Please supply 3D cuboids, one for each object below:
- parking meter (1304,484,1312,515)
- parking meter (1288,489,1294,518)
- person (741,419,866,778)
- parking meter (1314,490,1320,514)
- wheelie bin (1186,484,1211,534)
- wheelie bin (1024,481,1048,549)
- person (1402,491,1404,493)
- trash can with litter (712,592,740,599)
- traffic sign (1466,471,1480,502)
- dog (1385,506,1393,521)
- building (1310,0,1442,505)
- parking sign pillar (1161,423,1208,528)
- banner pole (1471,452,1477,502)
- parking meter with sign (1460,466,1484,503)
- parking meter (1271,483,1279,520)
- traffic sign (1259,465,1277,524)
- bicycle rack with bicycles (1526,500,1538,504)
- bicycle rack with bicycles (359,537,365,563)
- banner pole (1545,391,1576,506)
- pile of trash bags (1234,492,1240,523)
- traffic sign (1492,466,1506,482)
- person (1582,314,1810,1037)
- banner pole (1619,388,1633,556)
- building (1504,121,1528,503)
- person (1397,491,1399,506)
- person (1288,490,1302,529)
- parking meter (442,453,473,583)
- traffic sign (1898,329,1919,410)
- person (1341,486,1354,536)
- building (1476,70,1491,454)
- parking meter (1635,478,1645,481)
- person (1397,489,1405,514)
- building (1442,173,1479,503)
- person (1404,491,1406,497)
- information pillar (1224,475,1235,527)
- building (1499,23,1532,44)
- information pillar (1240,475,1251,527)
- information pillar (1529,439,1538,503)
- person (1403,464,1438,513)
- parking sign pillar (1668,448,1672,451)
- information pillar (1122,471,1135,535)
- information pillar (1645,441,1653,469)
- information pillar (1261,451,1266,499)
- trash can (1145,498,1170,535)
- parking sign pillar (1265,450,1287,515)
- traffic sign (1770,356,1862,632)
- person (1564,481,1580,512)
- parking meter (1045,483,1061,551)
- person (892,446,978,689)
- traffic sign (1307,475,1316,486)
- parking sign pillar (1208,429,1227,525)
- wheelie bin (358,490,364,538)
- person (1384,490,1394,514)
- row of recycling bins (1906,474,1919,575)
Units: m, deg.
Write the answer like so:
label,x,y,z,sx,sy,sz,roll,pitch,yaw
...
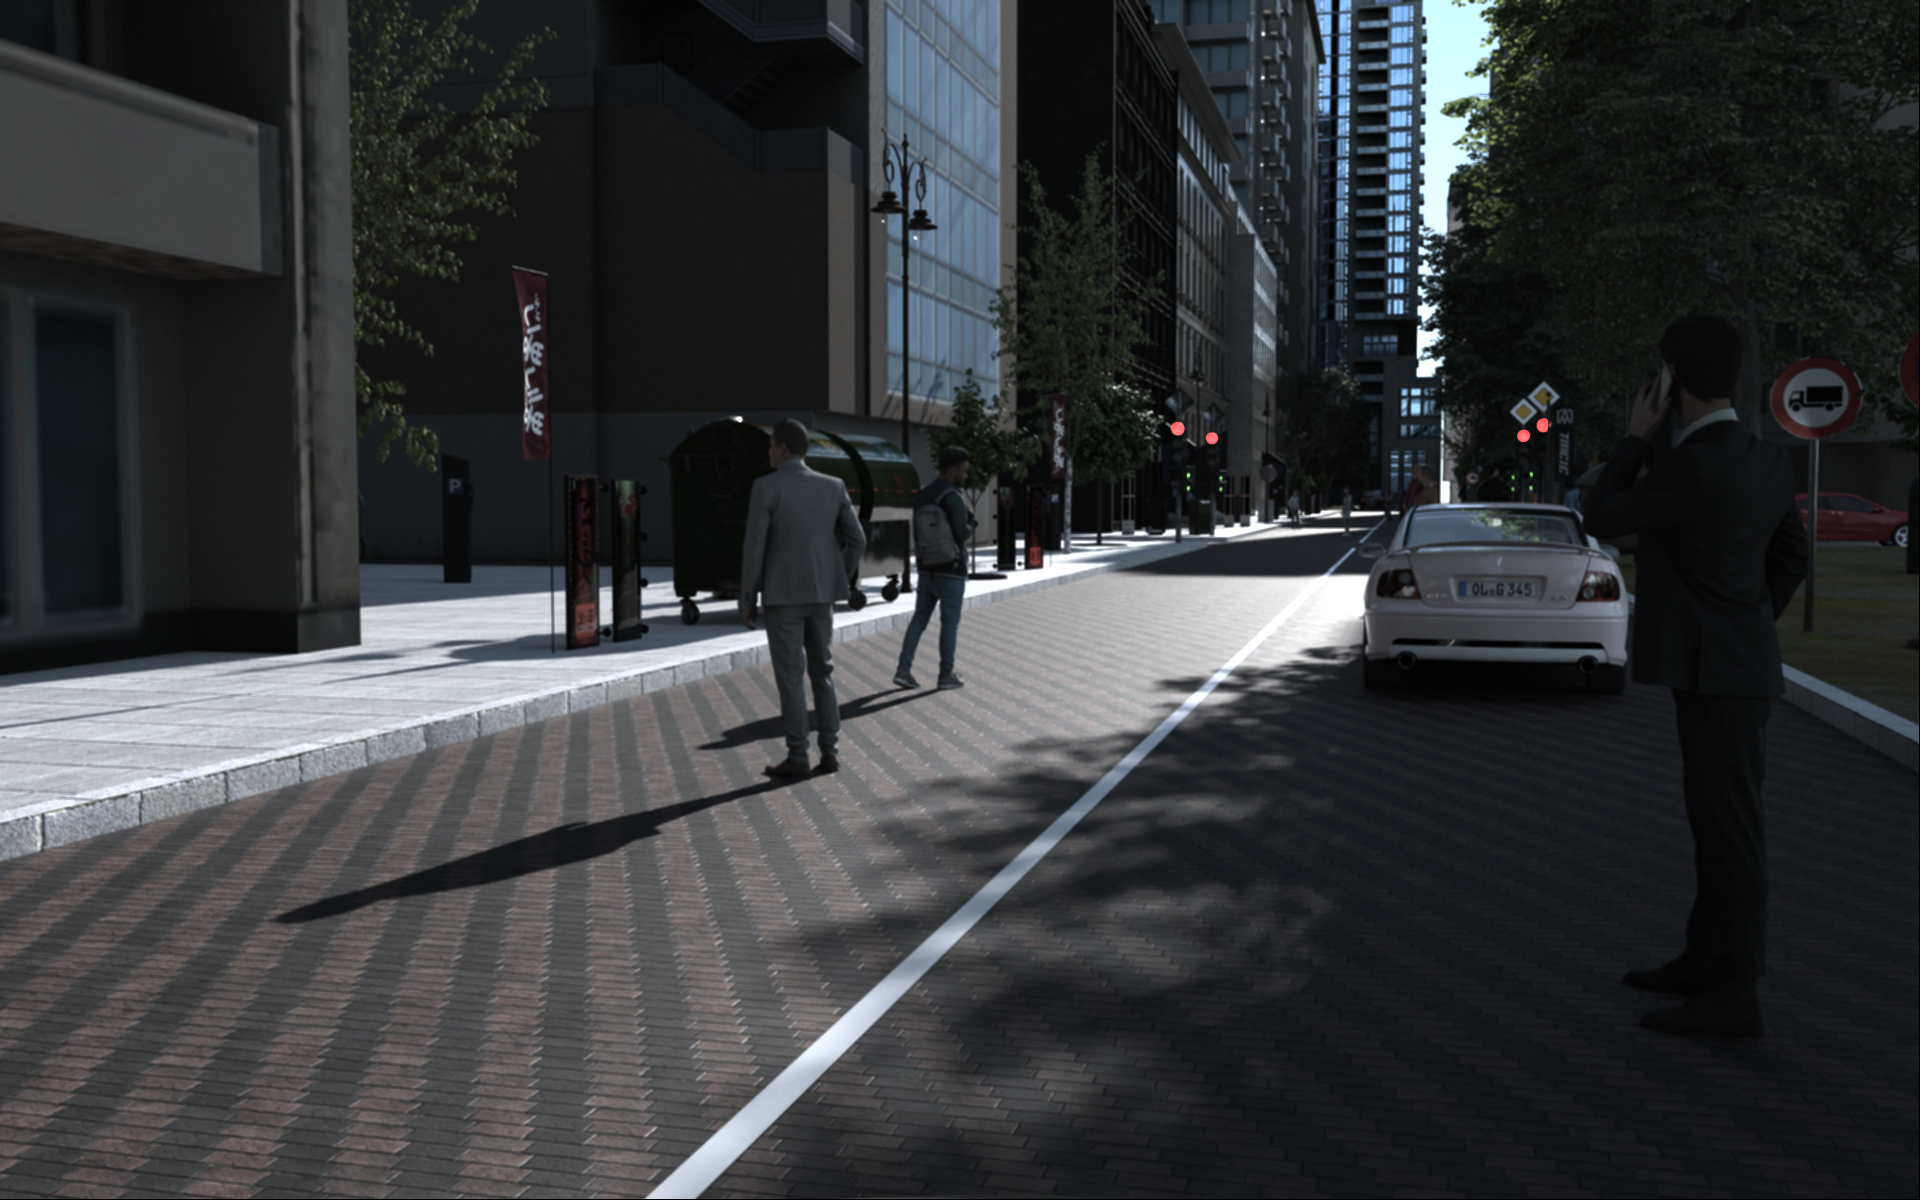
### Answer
label,x,y,z,sx,sy,sz,roll,pitch,yaw
parking meter,21.050,-6.054,104.701,0.399,1.863,0.255,-1,4,-17
parking meter,17.960,-5.230,93.922,0.372,1.533,0.369,0,3,0
person,-0.813,-0.014,8.831,0.635,1.810,0.391,-3,5,-41
parking meter,23.245,-6.379,112.706,0.372,1.533,0.369,0,3,0
wheelie bin,7.645,-2.903,55.371,0.980,1.594,0.693,-2,4,-31
wheelie bin,1.887,-1.996,40.543,0.693,1.594,0.980,1,4,14
person,48.899,-11.152,190.923,0.705,1.812,1.348,0,4,-6
trash can with litter,-2.886,-0.614,21.424,0.624,1.170,1.055,0,4,-6
traffic sign,27.917,-5.761,94.294,0.768,2.556,0.104,1,4,16
dog,22.639,-4.574,91.621,0.513,0.831,0.800,2,4,27
building,45.710,-55.535,220.668,31.000,86.520,22.319,1,4,15
parking sign pillar,8.254,-4.705,65.394,1.447,3.967,1.447,3,5,39
banner pole,30.465,-6.887,102.627,0.401,3.779,0.863,0,4,-6
parking meter with sign,31.602,-6.774,107.016,1.738,3.016,0.543,-3,5,-40
parking meter,15.722,-4.940,86.473,0.399,1.863,0.255,0,4,8
traffic sign,13.340,-4.584,75.048,0.768,2.556,0.104,1,4,17
bicycle rack with bicycles,33.031,-5.235,98.973,2.925,0.926,2.852,-1,4,-21
bicycle rack with bicycles,-11.707,-1.004,29.804,2.925,0.926,2.852,-3,5,-40
banner pole,14.579,-3.197,42.286,0.863,3.779,0.401,1,4,19
pile of trash bags,12.292,-4.220,78.744,1.912,1.369,3.447,1,4,17
traffic sign,24.936,-4.927,80.567,0.884,2.594,0.081,1,4,16
person,1.971,0.195,4.681,0.474,1.900,0.648,3,4,38
banner pole,13.884,-2.820,36.124,0.401,3.779,0.863,2,4,24
building,49.536,-22.161,134.040,14.160,30.474,14.107,1,4,15
person,47.993,-11.016,189.280,0.621,1.740,0.551,-3,4,-37
person,13.682,-3.698,70.777,0.589,1.601,0.330,-1,4,-23
parking meter,-7.249,-1.180,25.010,0.399,1.863,0.255,0,4,-7
traffic sign,7.056,-0.745,12.287,0.768,2.556,0.104,1,4,21
person,13.262,-3.049,59.361,0.522,1.701,0.512,0,4,-7
building,56.209,-29.214,161.241,14.154,41.232,14.086,1,4,15
parking meter,16.526,-2.224,42.072,0.255,1.863,0.399,1,4,17
person,32.132,-7.170,126.179,0.683,1.767,0.568,2,4,34
building,66.663,-32.327,212.142,14.086,41.232,14.154,1,4,15
person,44.143,-9.941,171.713,1.217,1.739,0.721,1,4,19
information pillar,10.540,-3.872,67.796,0.304,2.012,0.304,2,4,34
building,52.863,-28.379,147.583,14.154,41.232,14.086,1,4,15
information pillar,11.217,-3.888,68.058,0.304,2.012,0.304,-1,4,-18
information pillar,20.600,-4.332,62.190,0.183,3.616,0.504,0,4,4
person,6.109,-0.882,22.897,0.573,1.828,0.580,-2,4,-26
parking sign pillar,34.158,-5.767,82.767,1.447,3.967,1.447,-3,5,-44
information pillar,5.304,-3.062,54.555,0.304,2.012,0.304,2,4,35
information pillar,29.483,-5.066,74.181,0.183,3.616,0.504,0,4,-6
information pillar,16.561,-6.289,94.186,0.183,3.616,0.504,-2,4,-27
trash can,6.141,-2.610,54.320,0.748,1.137,0.748,0,3,0
parking sign pillar,19.248,-7.166,105.632,1.447,3.967,1.447,1,4,18
traffic sign,7.918,-0.977,16.084,0.768,2.556,0.104,1,4,21
person,16.369,-2.278,46.094,0.601,1.785,0.444,2,4,31
parking meter,2.111,-1.894,39.375,0.372,1.533,0.369,0,3,0
person,-0.137,-0.237,12.723,0.623,1.781,0.721,3,4,36
traffic sign,23.255,-7.048,115.236,0.884,2.594,0.081,1,4,23
parking sign pillar,10.371,-5.089,71.683,1.447,3.967,1.447,0,4,-4
wheelie bin,-8.377,-0.929,23.089,0.693,1.594,0.980,2,4,33
person,30.135,-6.895,121.828,0.593,1.750,0.643,-1,4,-13
row of recycling bins,16.968,-1.269,27.866,3.534,1.692,1.069,-1,4,-12
